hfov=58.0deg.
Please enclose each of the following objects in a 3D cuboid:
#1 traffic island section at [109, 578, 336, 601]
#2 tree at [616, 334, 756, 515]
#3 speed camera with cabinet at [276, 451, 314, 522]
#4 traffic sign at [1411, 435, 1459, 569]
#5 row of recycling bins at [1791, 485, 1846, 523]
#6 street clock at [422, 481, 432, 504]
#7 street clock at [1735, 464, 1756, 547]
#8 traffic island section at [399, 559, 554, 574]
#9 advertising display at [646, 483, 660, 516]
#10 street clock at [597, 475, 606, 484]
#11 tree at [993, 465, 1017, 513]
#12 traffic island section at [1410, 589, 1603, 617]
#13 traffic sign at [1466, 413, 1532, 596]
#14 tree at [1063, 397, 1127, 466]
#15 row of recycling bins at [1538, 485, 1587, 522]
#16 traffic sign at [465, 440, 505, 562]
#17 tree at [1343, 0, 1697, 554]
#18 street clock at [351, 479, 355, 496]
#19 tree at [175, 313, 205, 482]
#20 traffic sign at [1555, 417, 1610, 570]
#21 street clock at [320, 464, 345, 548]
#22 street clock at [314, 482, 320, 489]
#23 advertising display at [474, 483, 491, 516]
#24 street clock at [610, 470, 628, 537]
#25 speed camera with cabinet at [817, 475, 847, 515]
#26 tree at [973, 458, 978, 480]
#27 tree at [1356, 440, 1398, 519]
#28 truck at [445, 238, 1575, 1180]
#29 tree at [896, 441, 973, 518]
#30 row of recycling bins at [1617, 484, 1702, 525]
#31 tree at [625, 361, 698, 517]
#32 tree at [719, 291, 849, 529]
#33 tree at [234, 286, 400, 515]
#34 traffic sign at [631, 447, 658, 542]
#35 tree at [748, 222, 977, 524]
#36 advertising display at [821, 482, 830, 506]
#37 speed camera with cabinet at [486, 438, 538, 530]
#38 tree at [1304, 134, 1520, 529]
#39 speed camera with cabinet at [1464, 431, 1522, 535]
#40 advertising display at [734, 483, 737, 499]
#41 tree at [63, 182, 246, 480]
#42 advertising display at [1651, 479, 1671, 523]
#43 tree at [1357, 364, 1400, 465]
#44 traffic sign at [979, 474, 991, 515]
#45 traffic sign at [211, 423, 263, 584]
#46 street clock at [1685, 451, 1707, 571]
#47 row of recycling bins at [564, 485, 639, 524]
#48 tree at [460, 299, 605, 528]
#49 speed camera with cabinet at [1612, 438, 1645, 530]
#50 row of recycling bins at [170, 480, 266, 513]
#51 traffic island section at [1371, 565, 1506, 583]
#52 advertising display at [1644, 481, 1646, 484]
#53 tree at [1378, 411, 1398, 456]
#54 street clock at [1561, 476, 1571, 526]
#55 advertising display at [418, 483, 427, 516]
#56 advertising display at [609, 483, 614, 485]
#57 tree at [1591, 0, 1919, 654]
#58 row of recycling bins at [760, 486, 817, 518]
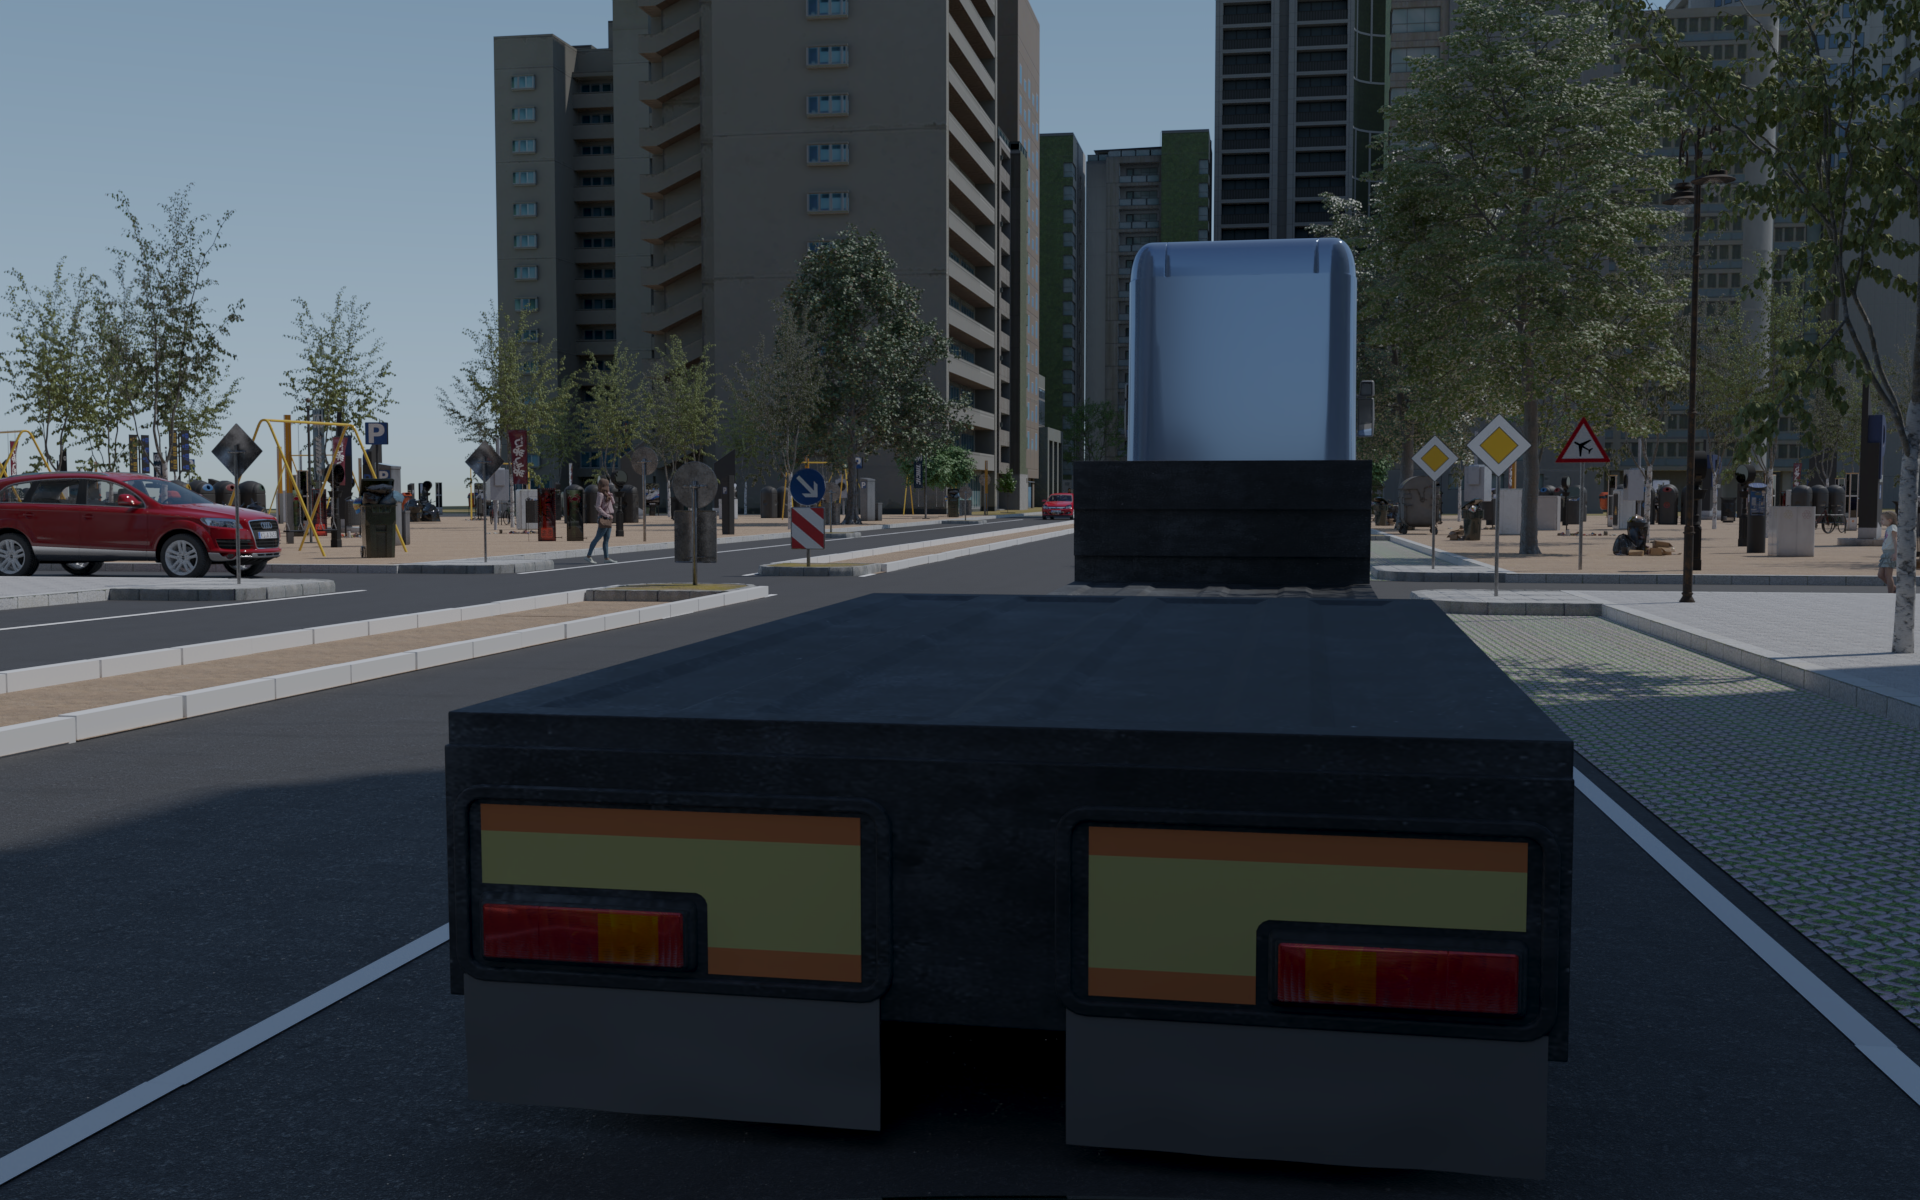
[{"bbox_3d":[-10.293,-0.146,24.674,2.009,0.180,2.903,1,4,10],"label":"traffic island section"},{"bbox_3d":[-12.483,-7.888,79.327,4.737,8.622,4.395,0,3,0],"label":"tree"},{"bbox_3d":[-30.381,-5.187,79.142,0.660,3.252,2.038,1,4,16],"label":"speed camera with cabinet"},{"bbox_3d":[8.081,-1.584,29.534,0.795,2.450,0.064,1,4,10],"label":"traffic sign"},{"bbox_3d":[39.167,-4.359,78.379,3.534,1.692,1.069,-1,4,-20],"label":"row of recycling bins"},{"bbox_3d":[-28.788,-5.449,93.668,0.471,2.002,0.358,0,4,1],"label":"street clock"},{"bbox_3d":[19.135,-2.304,42.237,0.358,2.002,0.471,-1,4,-15],"label":"street clock"},{"bbox_3d":[-8.934,-0.628,32.543,2.009,0.180,2.903,1,4,10],"label":"traffic island section"},{"bbox_3d":[-18.061,-5.894,101.573,0.974,1.923,0.123,-3,4,-39],"label":"advertising display"},{"bbox_3d":[-13.853,-3.820,67.032,0.358,2.002,0.471,-2,4,-28],"label":"street clock"},{"bbox_3d":[3.229,-7.447,116.360,1.663,3.219,1.824,0,3,0],"label":"tree"},{"bbox_3d":[6.746,0.033,21.738,2.009,0.180,2.903,1,4,10],"label":"traffic island section"},{"bbox_3d":[6.722,-1.102,21.665,0.795,2.450,0.064,1,4,10],"label":"traffic sign"},{"bbox_3d":[14.169,-15.768,183.560,9.928,11.665,9.643,0,3,0],"label":"tree"},{"bbox_3d":[27.956,-4.545,81.425,1.069,1.692,3.534,-2,4,-31],"label":"row of recycling bins"},{"bbox_3d":[-8.909,-1.764,32.477,0.795,2.450,0.064,1,4,10],"label":"traffic sign"},{"bbox_3d":[11.797,-7.258,36.788,7.486,12.596,7.792,0,3,0],"label":"tree"},{"bbox_3d":[-26.404,-4.301,74.898,0.358,2.002,0.471,2,4,32],"label":"street clock"},{"bbox_3d":[-30.605,-6.821,61.892,4.737,8.622,4.395,0,3,0],"label":"tree"},{"bbox_3d":[10.505,-1.790,29.266,0.884,2.594,0.081,1,4,12],"label":"traffic sign"},{"bbox_3d":[-14.973,-2.260,41.521,0.358,2.002,0.471,1,4,15],"label":"street clock"},{"bbox_3d":[-34.036,-5.337,91.827,0.471,2.002,0.358,1,4,10],"label":"street clock"},{"bbox_3d":[-27.364,-5.754,99.294,0.974,1.923,0.123,-3,4,-36],"label":"advertising display"},{"bbox_3d":[-10.243,-2.906,52.090,0.471,2.002,0.358,-3,5,-41],"label":"street clock"},{"bbox_3d":[-7.873,-6.748,104.668,2.038,3.252,0.660,0,4,-7],"label":"speed camera with cabinet"},{"bbox_3d":[-0.631,-7.089,99.622,4.285,4.588,4.351,0,3,0],"label":"tree"},{"bbox_3d":[21.002,-6.486,89.754,4.285,4.588,4.351,0,3,0],"label":"tree"},{"bbox_3d":[1.848,-1.406,12.746,2.967,4.110,18.799,1,4,11],"label":"truck"},{"bbox_3d":[-1.838,-6.622,91.991,4.285,4.588,4.351,0,3,0],"label":"tree"},{"bbox_3d":[29.290,-4.023,72.888,3.534,1.692,1.069,1,4,21],"label":"row of recycling bins"},{"bbox_3d":[-16.165,-8.872,95.424,4.360,8.622,3.978,0,3,0],"label":"tree"},{"bbox_3d":[-6.312,-6.877,62.805,4.360,8.622,3.978,0,3,0],"label":"tree"},{"bbox_3d":[-22.425,-6.835,62.122,4.737,8.622,4.395,0,3,0],"label":"tree"},{"bbox_3d":[-8.525,-2.853,46.754,0.768,2.556,0.104,1,4,11],"label":"traffic sign"},{"bbox_3d":[-4.544,-9.577,73.585,9.611,12.733,9.660,0,3,0],"label":"tree"},{"bbox_3d":[-7.427,-5.570,96.290,0.123,1.923,0.974,-3,4,-36],"label":"advertising display"},{"bbox_3d":[-15.889,-4.142,62.056,2.038,3.252,0.660,-2,4,-31],"label":"speed camera with cabinet"},{"bbox_3d":[16.255,-9.555,62.884,9.857,13.997,8.962,0,3,0],"label":"tree"},{"bbox_3d":[16.921,-3.673,54.396,2.038,3.252,0.660,3,5,41],"label":"speed camera with cabinet"},{"bbox_3d":[-13.067,-5.730,98.907,0.123,1.923,0.974,2,4,30],"label":"advertising display"},{"bbox_3d":[-19.031,-5.553,41.159,4.360,8.622,3.978,0,3,0],"label":"tree"},{"bbox_3d":[30.840,-4.348,76.299,0.974,1.923,0.123,-1,4,-17],"label":"advertising display"},{"bbox_3d":[23.349,-9.007,97.626,4.737,8.622,4.395,0,3,0],"label":"tree"},{"bbox_3d":[1.524,-6.559,107.347,0.768,2.556,0.104,1,4,17],"label":"traffic sign"},{"bbox_3d":[-10.268,-1.282,24.608,0.795,2.450,0.064,1,4,10],"label":"traffic sign"},{"bbox_3d":[12.347,-1.498,29.061,0.358,2.002,0.471,1,4,11],"label":"street clock"},{"bbox_3d":[-15.680,-4.211,75.969,3.534,1.692,1.069,-3,5,-42],"label":"row of recycling bins"},{"bbox_3d":[-16.896,-7.073,66.009,4.737,8.622,4.395,0,3,0],"label":"tree"},{"bbox_3d":[24.070,-4.162,62.382,0.660,3.252,2.038,0,4,7],"label":"speed camera with cabinet"},{"bbox_3d":[-22.452,-2.748,52.044,1.069,1.692,3.534,2,4,27],"label":"row of recycling bins"},{"bbox_3d":[8.105,-0.448,29.607,2.009,0.180,2.903,1,4,10],"label":"traffic island section"},{"bbox_3d":[33.152,-4.771,83.219,0.123,1.923,0.974,-1,4,-15],"label":"advertising display"},{"bbox_3d":[23.526,-10.539,106.732,8.767,10.594,7.601,-1,4,-18],"label":"tree"},{"bbox_3d":[24.587,-4.020,70.301,0.358,2.002,0.471,3,5,40],"label":"street clock"},{"bbox_3d":[-30.861,-5.771,99.563,0.123,1.923,0.974,0,4,8],"label":"advertising display"},{"bbox_3d":[-19.234,-5.605,96.857,0.974,1.923,0.123,-3,4,-38],"label":"advertising display"},{"bbox_3d":[7.506,-3.889,13.952,4.737,8.622,4.395,0,3,0],"label":"tree"},{"bbox_3d":[-9.105,-5.233,92.672,3.534,1.692,1.069,-3,5,-43],"label":"row of recycling bins"}]
